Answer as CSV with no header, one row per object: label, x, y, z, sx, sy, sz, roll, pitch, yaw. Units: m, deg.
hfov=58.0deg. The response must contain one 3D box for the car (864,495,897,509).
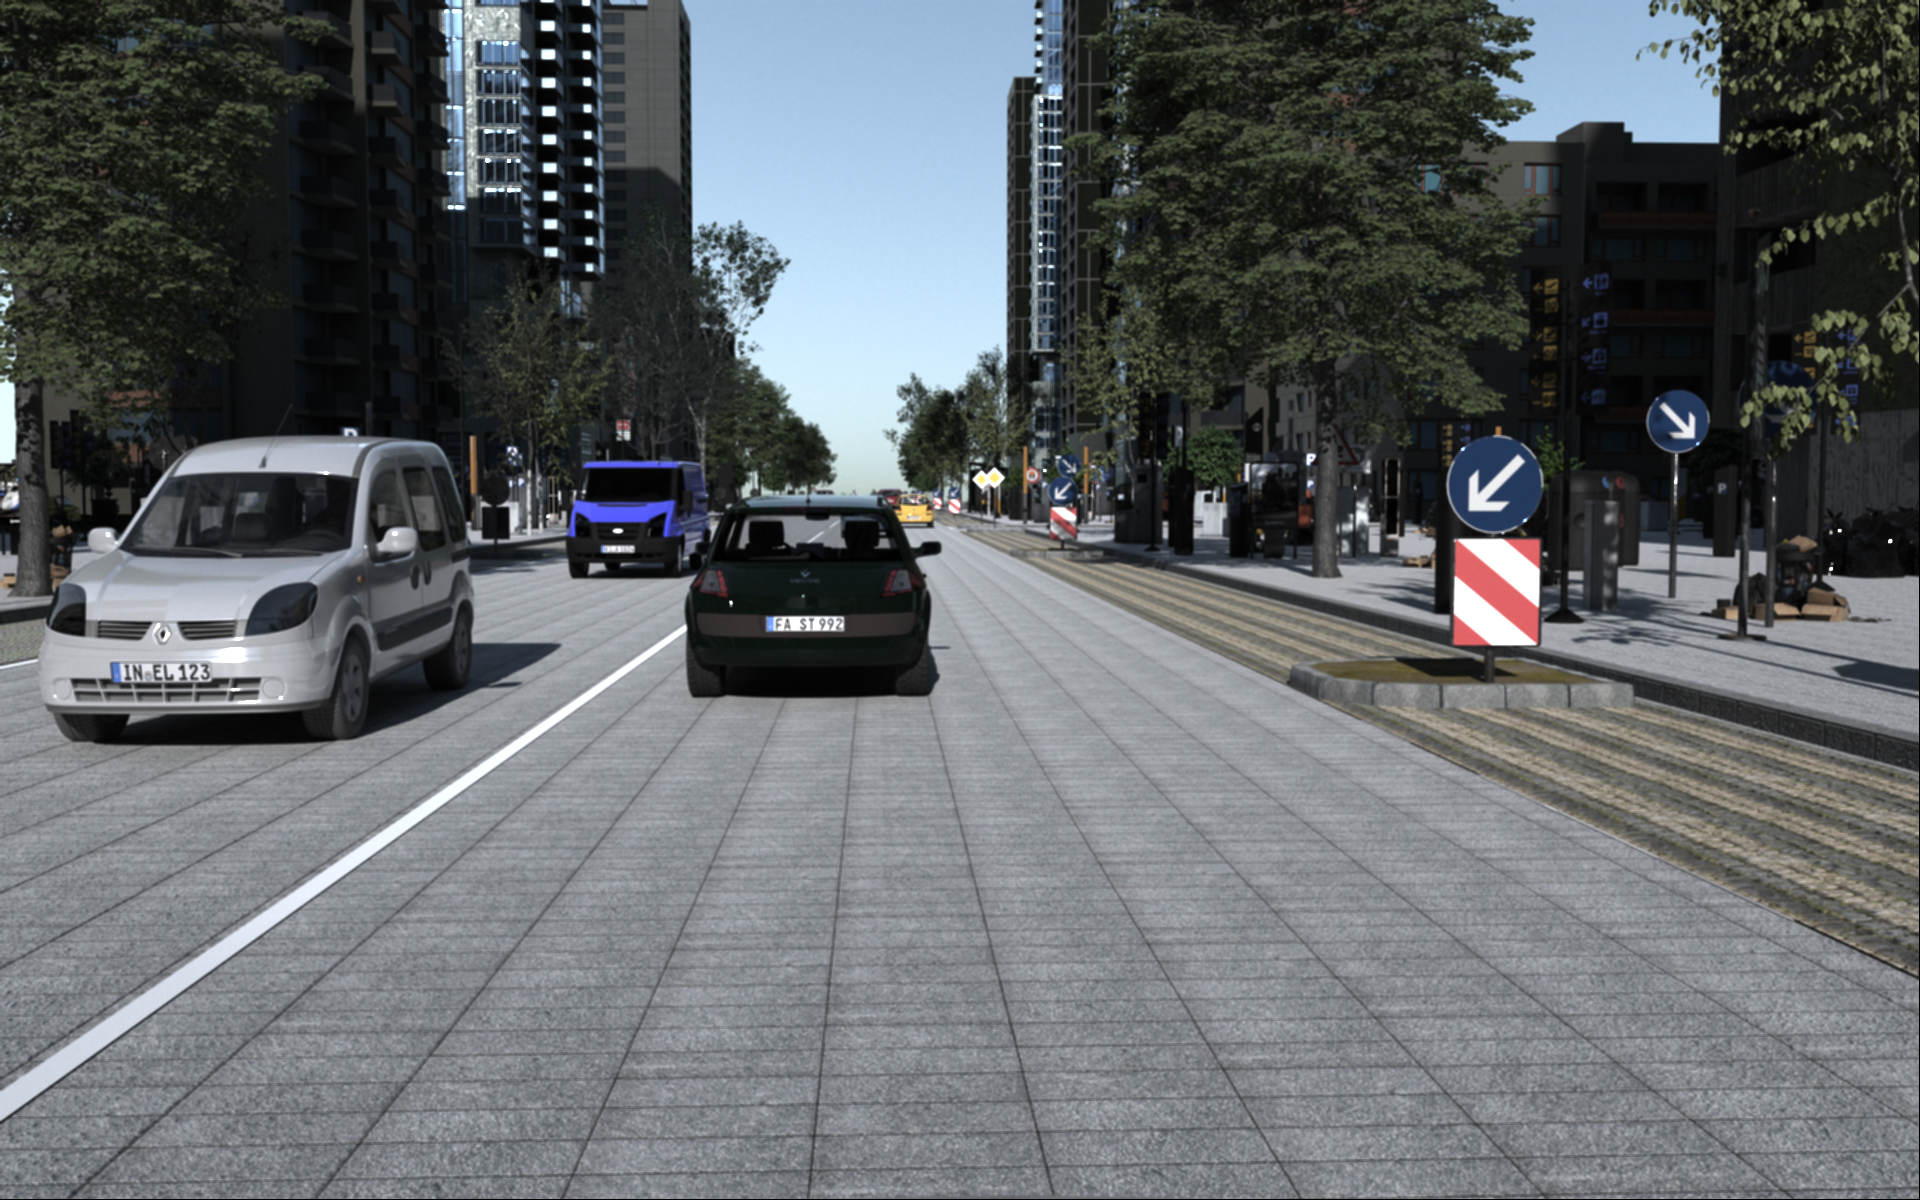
car,-3.089,-2.799,57.760,2.014,1.417,4.499,0,4,-3

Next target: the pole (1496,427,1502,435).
pole,16.269,-3.582,52.409,0.158,3.312,0.155,0,3,0

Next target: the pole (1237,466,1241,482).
pole,17.824,-7.151,110.755,0.158,3.312,0.155,0,3,0

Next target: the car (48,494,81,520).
car,-36.133,-3.458,66.757,3.980,1.641,2.015,0,4,-2

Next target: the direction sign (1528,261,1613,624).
direction sign,6.045,-1.544,17.236,0.379,3.537,0.876,-3,5,-39

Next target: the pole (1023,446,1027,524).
pole,2.783,-4.898,73.930,0.158,3.312,0.155,0,3,0

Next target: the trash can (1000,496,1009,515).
trash can,2.641,-5.703,104.894,0.748,1.137,0.748,0,3,0

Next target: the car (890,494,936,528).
car,-2.018,-3.942,74.677,2.015,1.641,3.980,0,4,-2

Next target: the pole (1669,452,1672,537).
pole,21.418,-3.554,51.943,0.158,3.312,0.155,0,3,0

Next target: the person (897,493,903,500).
person,-3.622,-5.751,105.127,0.503,1.515,0.523,-2,4,-29

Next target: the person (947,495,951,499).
person,-1.351,-13.522,229.460,0.709,1.838,0.599,-1,4,-18

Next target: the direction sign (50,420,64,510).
direction sign,-27.882,-3.777,53.751,0.379,3.537,0.876,1,4,10

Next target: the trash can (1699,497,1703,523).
trash can,32.819,-3.933,75.961,0.748,1.137,0.748,0,3,0

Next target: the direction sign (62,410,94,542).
direction sign,-23.734,-3.357,46.889,0.379,3.537,0.876,1,4,9

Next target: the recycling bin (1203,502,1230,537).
recycling bin,7.786,-2.418,52.084,0.722,1.027,0.722,-3,5,-45

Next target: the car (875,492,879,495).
car,-14.345,-17.681,297.759,2.281,1.827,5.304,0,4,-3

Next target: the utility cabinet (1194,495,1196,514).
utility cabinet,14.997,-5.982,108.962,1.020,1.237,0.306,-1,4,-19

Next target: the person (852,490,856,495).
person,-11.186,-10.730,183.810,0.709,1.838,0.599,-3,5,-40

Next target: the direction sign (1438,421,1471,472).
direction sign,15.385,-3.778,53.761,0.876,3.537,0.379,1,4,22

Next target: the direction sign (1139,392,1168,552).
direction sign,4.315,-2.857,38.713,0.876,3.537,0.379,-3,4,-39

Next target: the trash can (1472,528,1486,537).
trash can,8.183,-0.915,26.611,0.748,1.137,0.748,0,3,0

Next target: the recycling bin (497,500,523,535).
recycling bin,-14.288,-2.590,54.898,0.722,1.027,0.722,0,4,-6

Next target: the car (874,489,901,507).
car,-4.895,-6.880,121.169,2.281,1.827,5.304,0,4,-2

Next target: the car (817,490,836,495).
car,-12.618,-9.338,161.349,2.281,1.827,5.304,0,4,-1

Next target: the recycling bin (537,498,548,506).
recycling bin,-26.734,-5.982,110.362,0.722,1.027,0.722,1,4,16

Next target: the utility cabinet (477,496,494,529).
utility cabinet,-17.093,-3.177,63.108,1.020,1.237,0.306,0,4,5

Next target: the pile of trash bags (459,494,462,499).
pile of trash bags,-26.433,-4.679,86.254,3.447,1.369,1.912,1,4,12

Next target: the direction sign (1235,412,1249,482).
direction sign,7.949,-3.432,48.107,0.379,3.537,0.876,1,4,14

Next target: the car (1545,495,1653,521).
car,25.630,-3.677,69.163,4.494,1.783,2.155,0,4,-4

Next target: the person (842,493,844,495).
person,-19.549,-17.189,290.344,0.445,1.727,0.742,3,5,41

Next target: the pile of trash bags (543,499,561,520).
pile of trash bags,-19.588,-4.696,86.530,1.912,1.369,3.447,1,4,15

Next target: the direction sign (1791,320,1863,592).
direction sign,11.377,-1.886,22.828,0.379,3.537,0.876,-3,5,-44

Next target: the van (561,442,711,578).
van,-5.746,-1.642,31.232,2.240,2.365,5.245,0,4,-2

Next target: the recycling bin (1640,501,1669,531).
recycling bin,24.087,-2.907,60.081,0.722,1.027,0.722,0,4,3

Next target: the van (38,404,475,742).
van,-4.415,-0.266,11.364,2.013,2.044,4.112,0,4,-3

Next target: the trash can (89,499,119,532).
trash can,-23.738,-2.227,48.066,0.748,1.137,0.748,0,3,0

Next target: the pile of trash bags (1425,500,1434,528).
pile of trash bags,18.352,-3.160,61.416,3.447,1.369,1.912,0,4,-3

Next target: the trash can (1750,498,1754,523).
trash can,25.699,-2.774,57.010,0.748,1.137,0.748,0,3,0

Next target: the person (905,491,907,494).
person,-5.690,-10.505,180.976,1.217,1.735,0.721,2,4,24

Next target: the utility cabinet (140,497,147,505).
utility cabinet,-15.167,-1.354,33.297,1.020,1.237,0.306,0,4,-4

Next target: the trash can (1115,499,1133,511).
trash can,4.465,-2.094,45.891,0.748,1.137,0.748,0,3,0

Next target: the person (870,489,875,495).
person,-6.508,-7.521,131.651,0.590,1.801,0.661,-3,5,-39

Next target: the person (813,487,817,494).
person,-8.902,-6.021,106.808,0.748,1.841,0.638,1,4,22

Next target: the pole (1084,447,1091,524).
pole,5.431,-4.935,74.533,0.158,3.312,0.155,0,3,0

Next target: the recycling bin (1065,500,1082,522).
recycling bin,5.387,-4.323,83.243,0.722,1.027,0.722,2,4,23

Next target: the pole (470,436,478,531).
pole,-17.021,-4.085,60.626,0.158,3.312,0.155,0,3,0

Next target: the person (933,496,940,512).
person,-1.877,-7.808,137.006,0.563,1.720,0.643,-1,4,-14

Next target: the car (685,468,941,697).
car,-1.132,-0.236,13.644,2.009,1.686,4.222,0,4,-3

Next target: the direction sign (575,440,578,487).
direction sign,-16.120,-4.951,72.944,0.379,3.537,0.876,-1,4,-18
